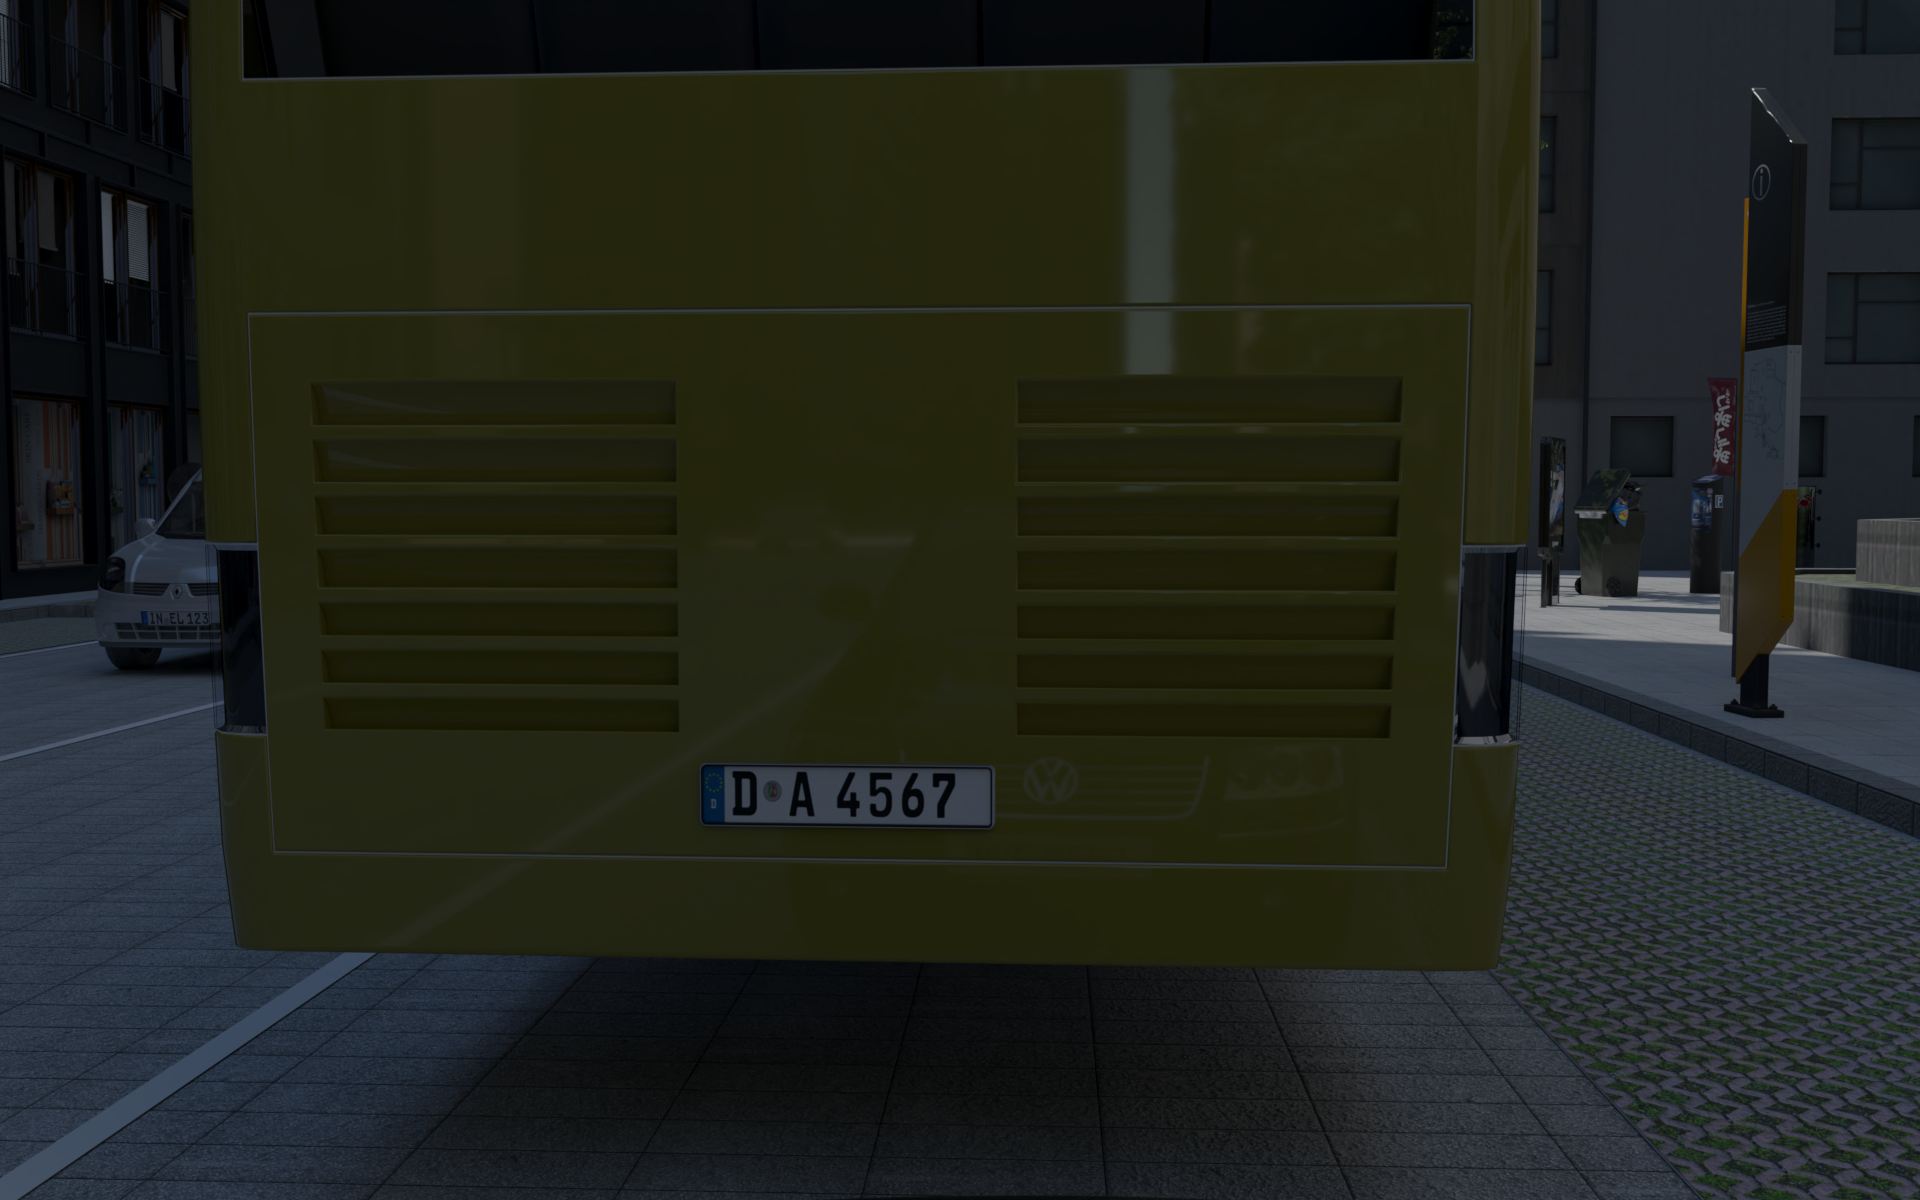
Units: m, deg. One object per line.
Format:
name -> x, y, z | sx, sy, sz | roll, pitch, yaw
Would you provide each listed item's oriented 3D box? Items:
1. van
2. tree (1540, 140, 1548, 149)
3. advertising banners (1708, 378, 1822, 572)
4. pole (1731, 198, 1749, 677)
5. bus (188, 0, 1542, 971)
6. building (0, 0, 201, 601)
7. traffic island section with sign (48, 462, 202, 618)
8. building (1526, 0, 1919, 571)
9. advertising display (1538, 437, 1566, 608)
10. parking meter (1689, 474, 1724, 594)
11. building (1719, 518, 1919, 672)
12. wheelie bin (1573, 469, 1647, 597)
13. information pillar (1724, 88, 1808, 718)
van -> -6.053, -0.515, 15.429 | 2.013, 2.044, 4.112 | 0, 4, 1
tree -> 5.778, -4.497, 23.894 | 4.737, 8.622, 4.395 | 0, 3, 0
advertising banners -> 12.226, -1.846, 26.365 | 2.074, 3.025, 0.090 | -1, 4, -15
pole -> 5.512, -1.111, 12.011 | 0.158, 3.312, 0.155 | 0, 3, 0
bus -> 0.182, -1.082, 9.236 | 2.896, 3.916, 12.252 | 0, 4, 4
building -> -17.666, -11.613, 19.547 | 12.332, 23.373, 15.834 | 0, 4, 3
traffic island section with sign -> -9.484, -0.748, 20.861 | 1.989, 1.847, 2.006 | 0, 4, 3
building -> 14.111, -16.092, 34.807 | 14.160, 30.474, 14.107 | 0, 4, 3
advertising display -> 6.789, -0.896, 19.866 | 0.123, 1.923, 0.974 | 2, 4, 29
parking meter -> 9.649, -0.855, 22.386 | 0.372, 1.533, 0.369 | 0, 3, 0
building -> 16.169, -28.192, 2.943 | 21.231, 58.520, 28.212 | 0, 4, 3
wheelie bin -> 8.194, -0.852, 21.840 | 0.693, 1.594, 0.980 | -1, 4, -18
information pillar -> 4.620, -1.133, 9.882 | 0.183, 3.616, 0.504 | 0, 4, -3
